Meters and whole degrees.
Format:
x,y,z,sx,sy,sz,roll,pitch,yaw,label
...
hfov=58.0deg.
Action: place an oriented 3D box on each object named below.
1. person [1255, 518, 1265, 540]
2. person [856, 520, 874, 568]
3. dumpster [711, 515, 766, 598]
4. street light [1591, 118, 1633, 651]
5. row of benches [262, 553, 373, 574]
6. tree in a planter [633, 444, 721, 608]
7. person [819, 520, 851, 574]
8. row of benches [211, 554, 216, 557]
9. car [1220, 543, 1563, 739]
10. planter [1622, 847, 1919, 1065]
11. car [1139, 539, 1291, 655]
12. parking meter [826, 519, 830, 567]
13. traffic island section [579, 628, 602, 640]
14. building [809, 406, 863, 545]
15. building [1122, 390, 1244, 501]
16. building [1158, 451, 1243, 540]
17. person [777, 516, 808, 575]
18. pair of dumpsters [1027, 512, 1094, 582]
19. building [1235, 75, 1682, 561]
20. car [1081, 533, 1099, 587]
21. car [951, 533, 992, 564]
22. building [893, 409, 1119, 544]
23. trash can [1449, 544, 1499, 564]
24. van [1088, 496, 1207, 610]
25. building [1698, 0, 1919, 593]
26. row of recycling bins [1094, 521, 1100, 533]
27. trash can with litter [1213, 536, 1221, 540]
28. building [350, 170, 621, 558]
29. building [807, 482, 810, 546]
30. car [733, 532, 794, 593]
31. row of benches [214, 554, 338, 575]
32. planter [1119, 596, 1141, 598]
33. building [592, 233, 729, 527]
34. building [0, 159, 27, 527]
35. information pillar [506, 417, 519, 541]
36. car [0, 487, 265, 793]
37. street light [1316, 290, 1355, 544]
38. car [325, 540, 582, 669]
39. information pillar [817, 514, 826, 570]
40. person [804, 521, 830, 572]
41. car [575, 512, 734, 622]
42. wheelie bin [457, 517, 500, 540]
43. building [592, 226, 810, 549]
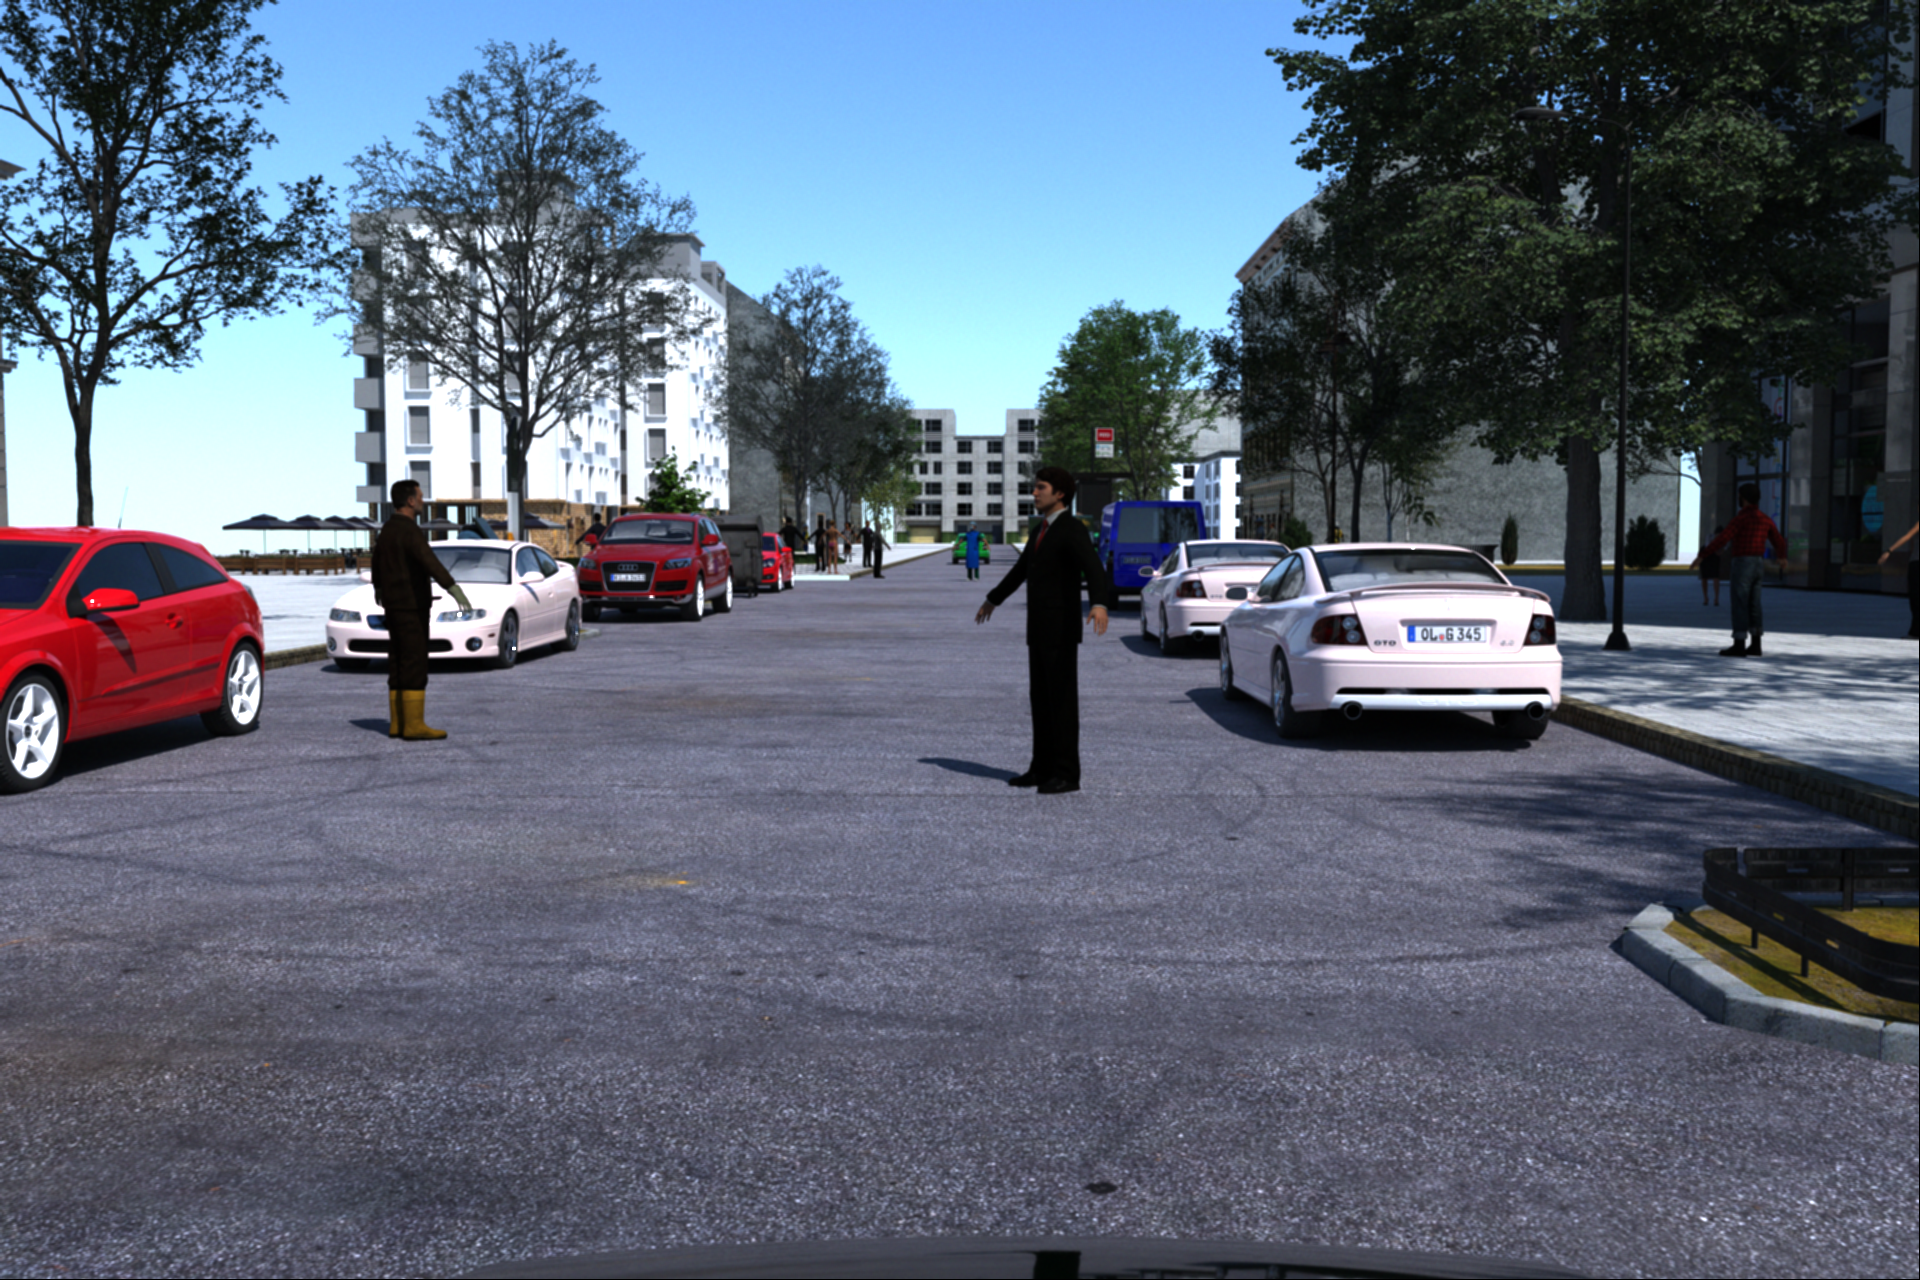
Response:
x,y,z,sx,sy,sz,roll,pitch,yaw,label
10.388,-3.322,60.175,0.705,1.847,1.347,1,4,18,person
-3.521,-3.668,66.189,1.346,1.802,0.704,-3,5,-45,person
-5.389,-1.892,39.152,1.865,1.857,1.264,0,4,1,dumpster
7.822,-2.841,18.984,1.470,5.913,1.316,0,4,1,street light
-20.654,-2.498,56.308,4.104,0.672,1.422,-1,4,-17,row of benches
-5.735,-2.275,34.422,1.991,3.239,1.994,0,4,1,tree in a planter
-4.040,-2.985,55.615,1.217,1.733,0.721,2,4,29,person
-26.287,-2.522,56.703,4.104,0.672,1.422,1,4,10,row of benches
3.180,-0.070,13.510,2.083,1.381,4.827,0,4,1,car
3.239,0.957,5.487,1.991,0.319,1.994,0,4,2,planter
3.340,-0.579,21.831,2.083,1.381,4.827,0,4,1,car
-5.285,-3.791,67.700,0.399,1.863,0.255,0,4,2,parking meter
-6.039,-0.063,23.891,1.991,0.108,1.994,0,4,1,traffic island section
-22.249,-23.648,217.571,19.493,23.208,18.063,0,4,1,building
30.194,-21.669,220.741,16.747,18.905,31.486,0,4,1,building
27.200,-15.045,188.132,9.099,9.664,28.070,0,4,1,building
-5.361,-2.950,54.171,1.347,1.837,0.705,-2,4,-27,person
4.210,-2.845,51.460,4.436,2.255,1.574,0,3,0,pair of dumpsters
25.509,-15.960,91.872,19.493,23.208,18.063,0,4,1,building
3.794,-2.276,46.008,1.959,1.807,4.718,0,4,1,car
0.543,-4.561,83.364,1.959,1.807,4.718,0,4,1,car
6.617,-23.325,250.282,31.486,18.905,16.747,0,4,1,building
6.932,-0.727,23.547,0.748,1.137,0.748,0,3,0,trash can
3.700,-1.828,34.279,2.240,2.365,5.245,0,4,1,van
29.599,-15.887,25.981,22.709,31.103,35.509,0,4,1,building
4.395,-2.936,55.118,1.069,1.692,3.534,0,4,0,row of recycling bins
7.577,-2.479,51.595,1.678,1.210,2.233,0,4,1,trash can with litter
-25.768,-14.377,91.488,16.016,20.090,11.380,0,4,2,building
-20.089,-14.574,180.434,9.099,9.664,28.070,0,4,1,building
-5.251,-2.115,43.619,2.155,1.783,4.494,0,4,1,car
-21.428,-2.382,54.407,4.104,0.672,1.422,1,4,12,row of benches
4.045,-1.136,39.715,1.991,0.319,1.994,0,4,1,planter
-21.722,-15.524,110.244,16.016,20.090,11.380,0,4,1,building
-31.103,-15.053,33.508,14.401,28.519,23.554,0,4,1,building
-8.867,-2.631,34.373,0.183,3.616,0.504,0,4,2,information pillar
-6.007,-0.115,10.917,2.155,1.783,4.494,0,4,1,car
7.125,-3.682,32.996,0.468,5.910,1.993,0,4,2,street light
-5.670,-0.462,19.912,2.083,1.381,4.827,0,4,1,car
-5.006,-3.545,62.451,0.304,2.012,0.304,0,4,1,information pillar
-4.797,-3.188,58.838,1.216,1.740,0.721,-3,5,-41,person
-5.223,-1.309,30.075,2.281,1.827,5.304,0,4,1,car
-9.020,-1.503,32.484,0.693,1.594,0.980,0,4,2,wheelie bin
-22.037,-18.485,133.161,19.493,23.208,18.063,0,4,1,building
